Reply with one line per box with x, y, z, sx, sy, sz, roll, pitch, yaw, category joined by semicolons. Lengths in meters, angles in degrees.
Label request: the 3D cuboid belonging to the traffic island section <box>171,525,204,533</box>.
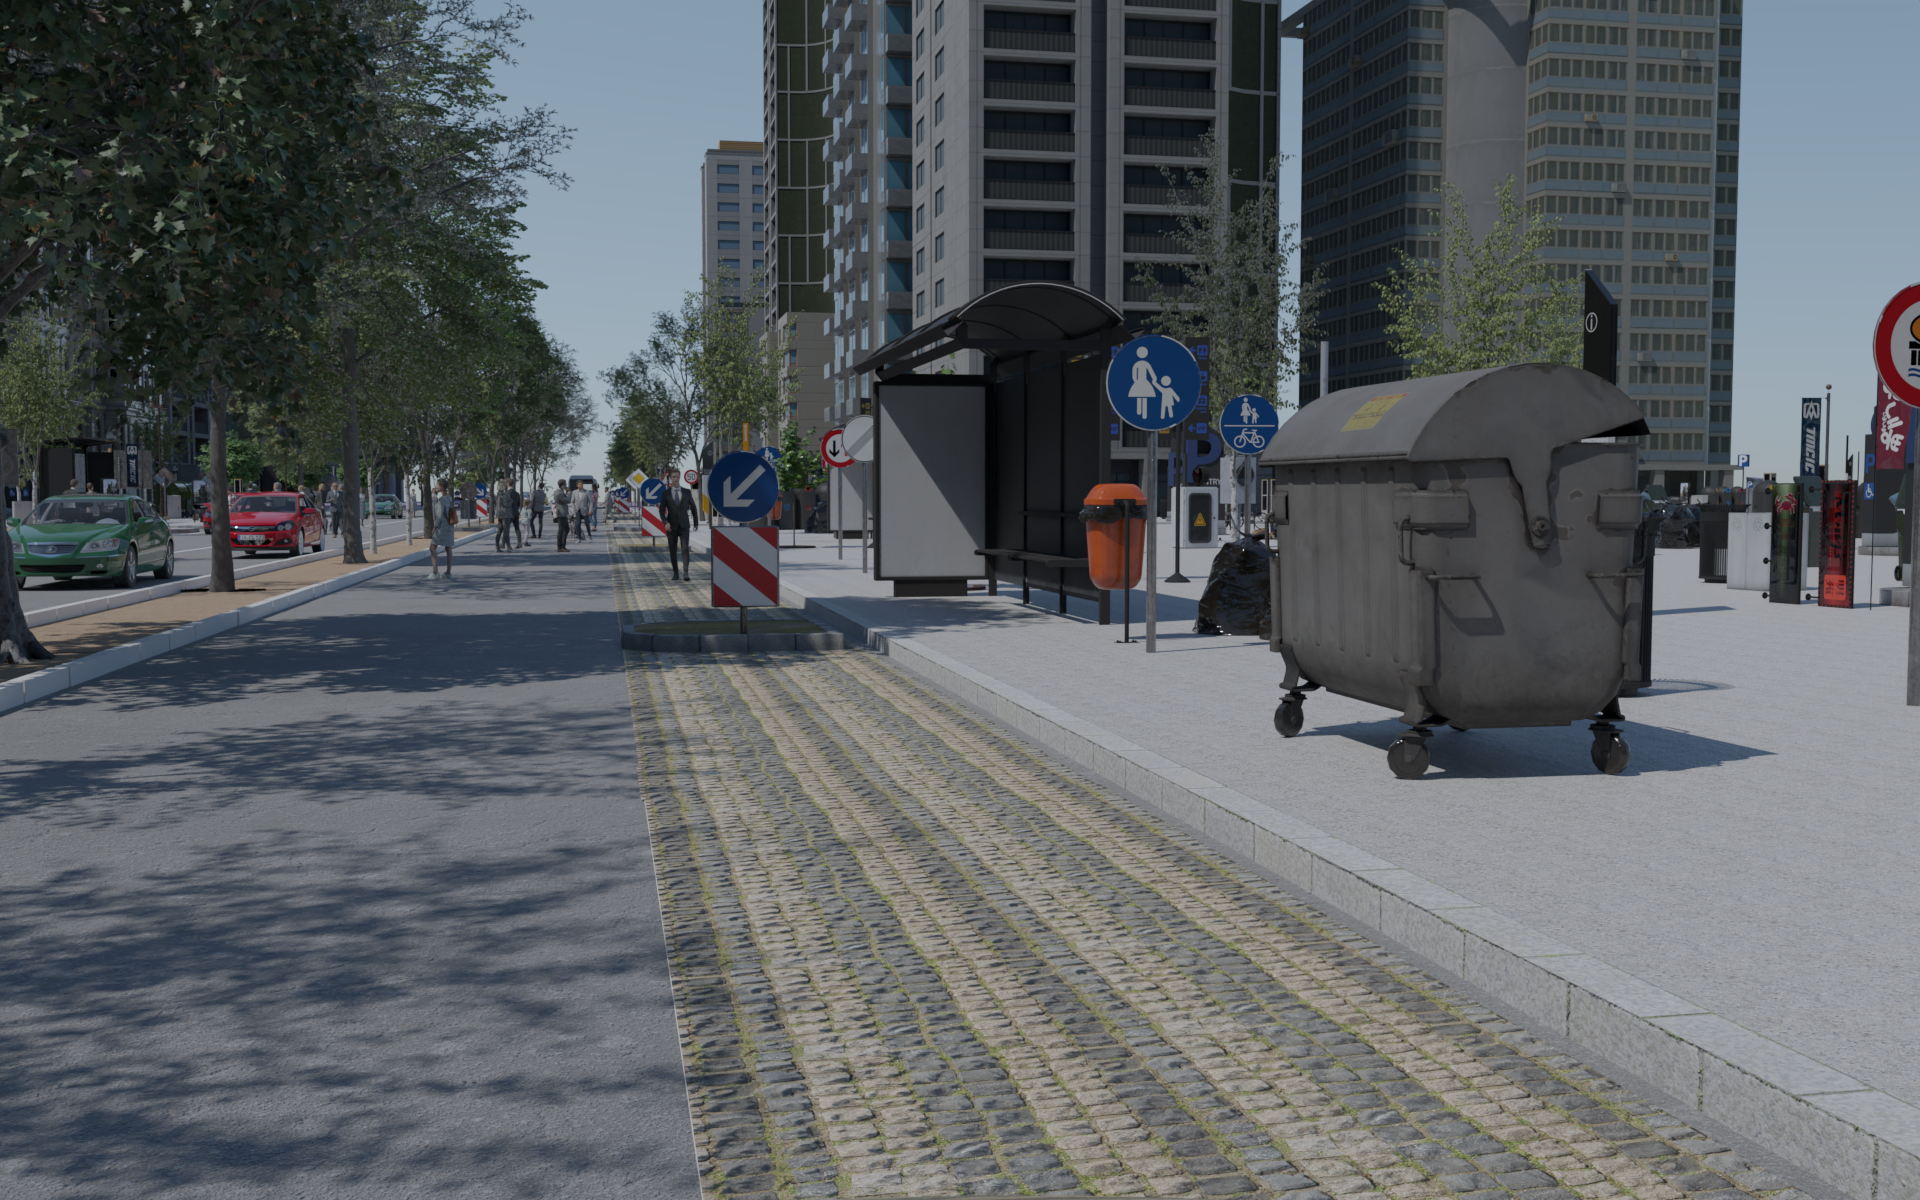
-29.435;-2.560;64.143;2.009;0.180;2.903;-1;4;-12;traffic island section

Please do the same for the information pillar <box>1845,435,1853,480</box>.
35.342;-4.754;69.077;0.183;3.616;0.504;2;4;26;information pillar

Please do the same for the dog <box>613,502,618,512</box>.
-27.913;-7.565;140.523;0.513;0.831;0.800;-2;4;-23;dog

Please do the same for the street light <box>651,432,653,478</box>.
-21.305;-8.992;119.805;0.468;5.910;1.993;-1;4;-12;street light

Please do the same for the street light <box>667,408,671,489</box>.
-15.342;-7.238;91.133;0.468;5.910;1.993;-1;4;-12;street light

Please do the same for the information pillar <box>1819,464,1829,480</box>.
21.309;-2.353;42.965;0.304;2.012;0.304;0;4;5;information pillar

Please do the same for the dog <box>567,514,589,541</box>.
-11.684;-2.228;53.260;0.800;0.831;0.513;0;4;0;dog

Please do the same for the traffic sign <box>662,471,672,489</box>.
-16.448;-5.956;97.378;0.884;2.594;0.081;0;4;-5;traffic sign

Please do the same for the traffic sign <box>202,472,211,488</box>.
-31.038;-4.175;71.905;0.795;2.450;0.064;-1;4;-12;traffic sign

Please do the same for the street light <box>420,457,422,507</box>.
-54.782;-12.428;175.992;0.468;5.910;1.993;-1;4;-12;street light

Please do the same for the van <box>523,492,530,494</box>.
-71.790;-17.101;286.617;2.013;2.044;4.112;-1;4;-12;van

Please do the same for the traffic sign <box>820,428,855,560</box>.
-2.332;-2.056;33.728;0.768;2.556;0.104;0;4;-6;traffic sign

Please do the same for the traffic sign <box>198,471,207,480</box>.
-41.979;-5.886;96.341;0.768;2.556;0.104;-1;4;-9;traffic sign

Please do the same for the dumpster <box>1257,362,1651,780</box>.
2.376;-0.168;8.510;1.264;1.857;1.865;-1;4;-12;dumpster

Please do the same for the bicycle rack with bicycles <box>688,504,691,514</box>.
-16.563;-6.056;112.389;2.852;0.926;2.925;-3;4;-36;bicycle rack with bicycles

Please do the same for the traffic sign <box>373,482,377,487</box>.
-48.174;-8.675;141.945;0.768;2.556;0.104;-1;4;-8;traffic sign

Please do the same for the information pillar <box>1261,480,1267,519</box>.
15.539;-5.128;88.333;0.304;2.012;0.304;1;4;12;information pillar

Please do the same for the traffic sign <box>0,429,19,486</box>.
-30.609;-3.682;54.077;2.265;3.308;0.079;0;4;-8;traffic sign

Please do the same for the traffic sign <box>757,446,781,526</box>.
-5.073;-2.809;46.040;0.768;2.556;0.104;0;4;-5;traffic sign

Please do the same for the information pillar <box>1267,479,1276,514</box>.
15.673;-5.021;86.578;0.304;2.012;0.304;0;4;1;information pillar

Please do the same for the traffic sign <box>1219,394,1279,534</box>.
3.680;-1.348;22.144;0.768;2.556;0.104;0;4;-3;traffic sign

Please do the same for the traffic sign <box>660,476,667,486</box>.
-19.173;-6.773;110.737;0.884;2.594;0.081;0;4;-4;traffic sign

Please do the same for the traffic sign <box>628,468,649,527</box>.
-12.524;-3.909;67.561;0.795;2.450;0.064;-1;4;-12;traffic sign

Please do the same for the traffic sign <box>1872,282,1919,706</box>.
5.786;-0.631;10.429;0.768;2.556;0.104;-1;4;-10;traffic sign

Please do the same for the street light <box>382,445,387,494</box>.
-48.753;-10.650;146.922;0.468;5.910;1.993;-1;4;-12;street light

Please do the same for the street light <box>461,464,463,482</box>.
-65.509;-15.612;228.046;0.468;5.910;1.993;-1;4;-12;street light

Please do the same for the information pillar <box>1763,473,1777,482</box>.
27.929;-3.381;59.771;0.304;2.012;0.304;-2;4;-27;information pillar

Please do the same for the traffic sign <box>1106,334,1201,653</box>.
1.546;-0.846;13.938;0.768;2.556;0.104;0;4;-3;traffic sign

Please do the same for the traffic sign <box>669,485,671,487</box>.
-20.834;-7.665;125.322;0.884;2.594;0.081;-1;4;-11;traffic sign

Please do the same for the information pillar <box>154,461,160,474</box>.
-56.346;-7.972;121.691;0.504;3.616;0.183;-2;4;-24;information pillar

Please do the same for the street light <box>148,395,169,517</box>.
-33.092;-6.047;71.657;0.468;5.910;1.993;-1;4;-12;street light

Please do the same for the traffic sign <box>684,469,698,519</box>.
-13.855;-5.458;89.339;0.768;2.556;0.104;-1;4;-9;traffic sign

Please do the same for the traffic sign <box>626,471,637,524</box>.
-14.149;-4.388;75.380;0.795;2.450;0.064;-1;4;-12;traffic sign

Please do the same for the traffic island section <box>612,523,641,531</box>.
-14.127;-3.253;75.462;2.009;0.180;2.903;-1;4;-12;traffic island section

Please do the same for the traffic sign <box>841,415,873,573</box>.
-1.540;-1.708;28.031;0.768;2.556;0.104;0;4;-6;traffic sign

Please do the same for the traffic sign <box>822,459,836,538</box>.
-3.622;-3.060;50.137;0.768;2.556;0.104;-1;4;-10;traffic sign

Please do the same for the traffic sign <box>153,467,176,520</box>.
-29.413;-3.697;64.086;0.795;2.450;0.064;-1;4;-12;traffic sign

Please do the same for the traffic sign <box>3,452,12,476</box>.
-28.745;-3.162;51.808;0.768;2.556;0.104;0;4;-4;traffic sign

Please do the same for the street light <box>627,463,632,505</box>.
-37.050;-13.593;195.024;0.468;5.910;1.993;-1;4;-12;street light

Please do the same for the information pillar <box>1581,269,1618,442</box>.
6.601;-1.626;17.945;0.183;3.616;0.504;-1;4;-13;information pillar

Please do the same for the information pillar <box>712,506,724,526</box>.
-8.758;-3.556;62.628;0.304;2.012;0.304;3;4;36;information pillar

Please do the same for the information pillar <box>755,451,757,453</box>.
-10.991;-6.179;92.383;0.183;3.616;0.504;3;4;38;information pillar

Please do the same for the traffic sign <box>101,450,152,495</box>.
-38.654;-5.290;80.360;2.265;3.308;0.079;0;4;-3;traffic sign

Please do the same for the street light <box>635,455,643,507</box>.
-30.964;-11.830;166.200;0.468;5.910;1.993;-1;4;-12;street light

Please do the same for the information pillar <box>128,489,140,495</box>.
-54.686;-7.526;114.398;0.183;3.616;0.504;3;5;43;information pillar

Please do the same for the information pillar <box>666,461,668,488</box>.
-18.899;-7.371;111.878;0.183;3.616;0.504;0;4;4;information pillar

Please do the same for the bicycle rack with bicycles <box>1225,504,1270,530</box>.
9.372;-3.015;62.681;2.925;0.926;2.852;3;5;39;bicycle rack with bicycles

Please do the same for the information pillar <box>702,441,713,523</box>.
-10.980;-5.151;75.573;0.504;3.616;0.183;-2;4;-25;information pillar

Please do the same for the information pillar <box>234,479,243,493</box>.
-35.461;-4.933;85.142;0.304;2.012;0.304;0;4;-5;information pillar

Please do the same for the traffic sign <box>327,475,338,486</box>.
-42.877;-7.248;118.513;0.884;2.594;0.081;0;4;-3;traffic sign

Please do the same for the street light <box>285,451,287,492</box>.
-39.060;-7.801;100.327;0.468;5.910;1.993;-1;4;-12;street light
